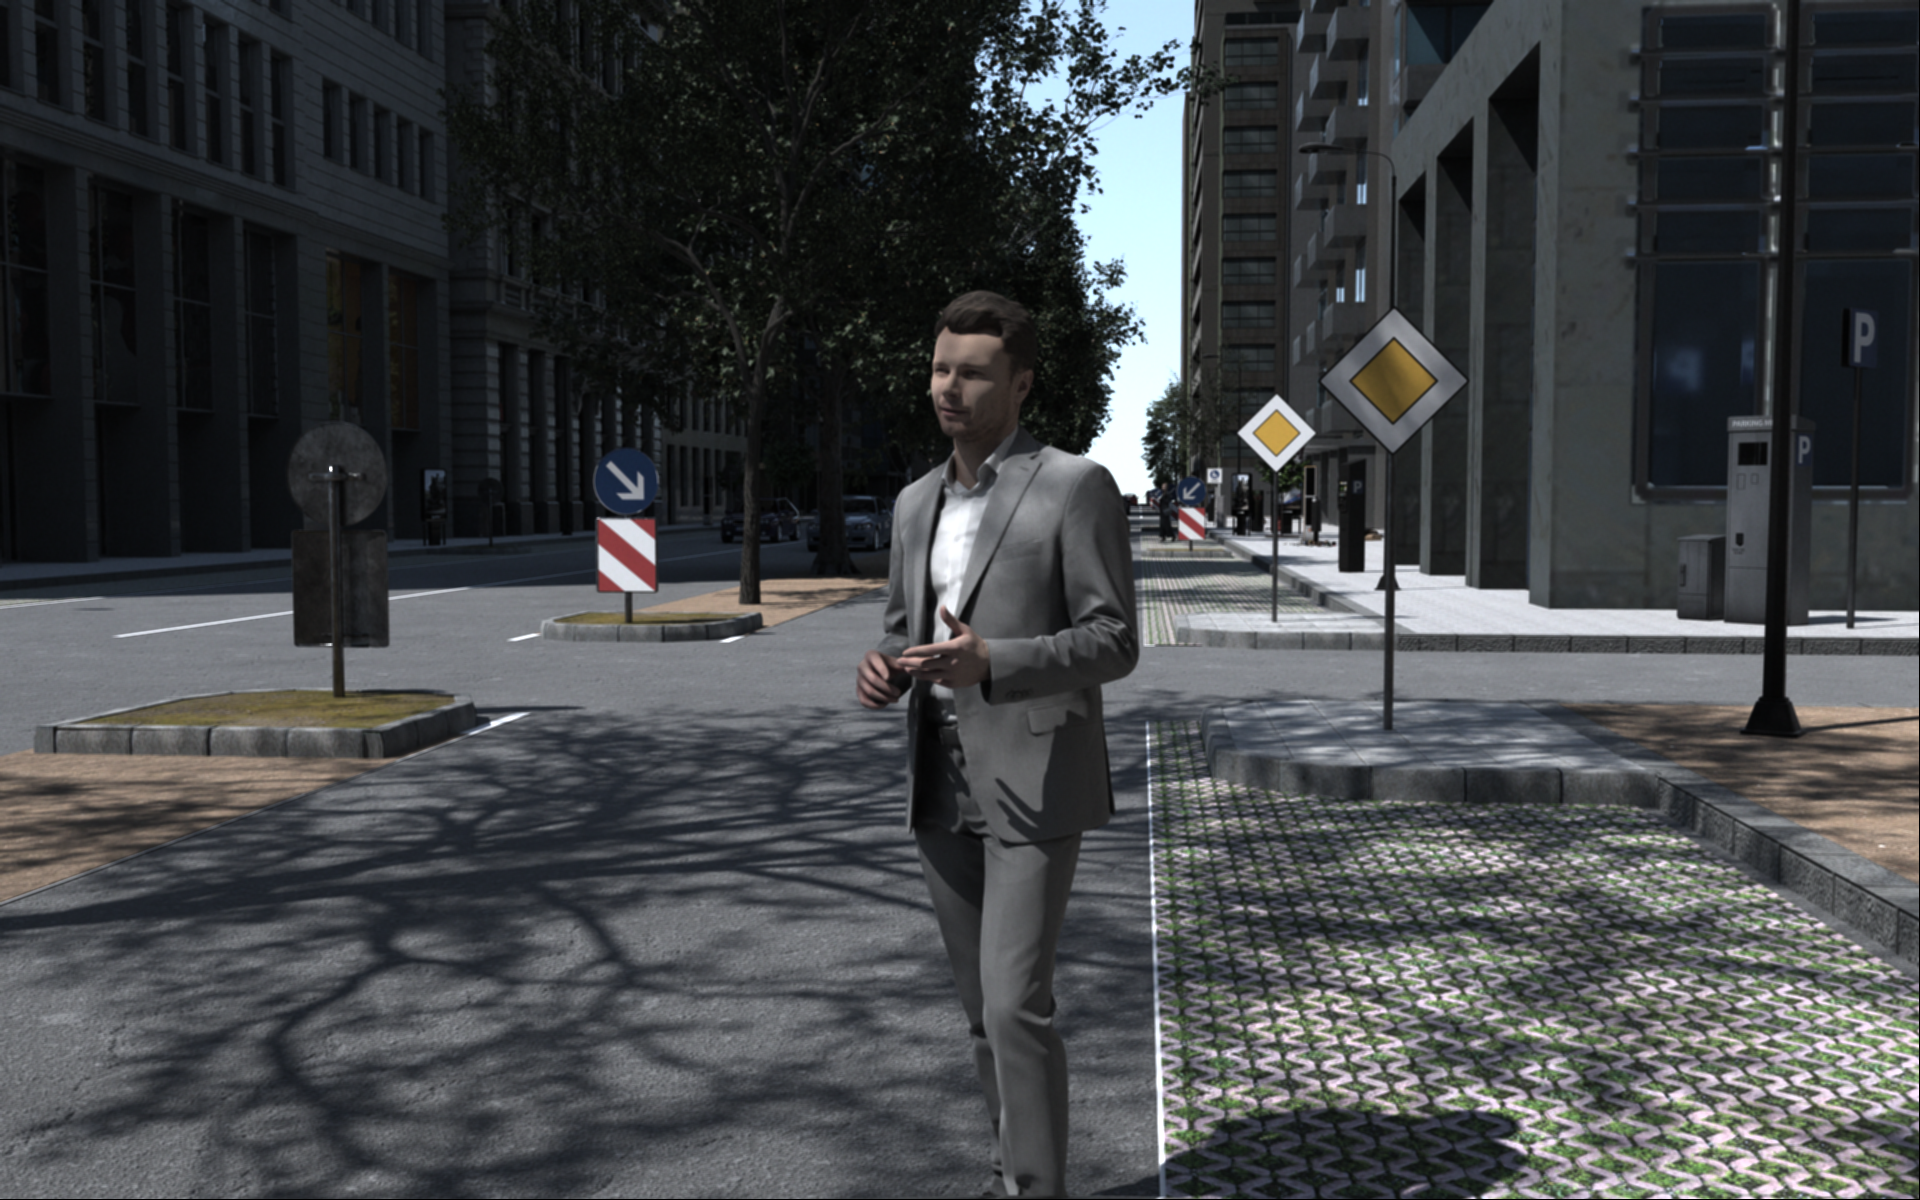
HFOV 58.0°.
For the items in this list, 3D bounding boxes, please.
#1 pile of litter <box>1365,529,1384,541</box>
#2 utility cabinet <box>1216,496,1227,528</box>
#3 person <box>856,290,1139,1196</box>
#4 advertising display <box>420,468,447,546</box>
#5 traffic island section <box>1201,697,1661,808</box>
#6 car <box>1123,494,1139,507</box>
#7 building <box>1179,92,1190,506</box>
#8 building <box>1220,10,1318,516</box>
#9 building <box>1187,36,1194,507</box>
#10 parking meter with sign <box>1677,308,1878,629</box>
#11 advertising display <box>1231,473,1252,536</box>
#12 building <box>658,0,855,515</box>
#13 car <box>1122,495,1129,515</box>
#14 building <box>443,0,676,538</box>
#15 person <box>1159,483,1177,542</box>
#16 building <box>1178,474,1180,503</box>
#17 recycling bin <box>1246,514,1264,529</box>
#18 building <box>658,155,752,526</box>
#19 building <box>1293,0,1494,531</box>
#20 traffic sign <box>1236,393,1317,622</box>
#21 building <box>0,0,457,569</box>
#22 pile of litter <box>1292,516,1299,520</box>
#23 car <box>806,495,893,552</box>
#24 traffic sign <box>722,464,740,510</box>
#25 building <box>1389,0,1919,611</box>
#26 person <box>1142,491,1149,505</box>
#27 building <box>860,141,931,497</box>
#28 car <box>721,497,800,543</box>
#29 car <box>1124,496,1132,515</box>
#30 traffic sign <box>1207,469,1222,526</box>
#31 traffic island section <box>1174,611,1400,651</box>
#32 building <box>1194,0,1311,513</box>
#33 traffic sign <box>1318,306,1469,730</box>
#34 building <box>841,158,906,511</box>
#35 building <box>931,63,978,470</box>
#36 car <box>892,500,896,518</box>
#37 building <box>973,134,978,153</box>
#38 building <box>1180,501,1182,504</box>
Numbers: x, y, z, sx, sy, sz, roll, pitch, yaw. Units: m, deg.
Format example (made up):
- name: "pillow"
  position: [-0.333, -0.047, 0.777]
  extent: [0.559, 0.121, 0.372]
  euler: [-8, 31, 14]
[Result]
- name: "pile of litter"
  position: [11.286, -2.097, 48.245]
  extent: [1.176, 0.858, 1.719]
  euler: [3, 5, 40]
- name: "utility cabinet"
  position: [10.031, -3.380, 66.420]
  extent: [0.306, 1.237, 1.020]
  euler: [1, 4, 15]
- name: "person"
  position: [0.005, 0.340, 3.149]
  extent: [0.606, 1.804, 0.583]
  euler: [3, 5, 39]
- name: "advertising display"
  position: [-13.092, -2.317, 43.096]
  extent: [0.123, 1.923, 0.974]
  euler: [1, 4, 17]
- name: "traffic island section"
  position: [2.352, 0.785, 9.443]
  extent: [2.009, 0.180, 2.903]
  euler: [0, 4, 6]
- name: "car"
  position: [19.085, -11.369, 194.925]
  extent: [2.155, 1.783, 4.494]
  euler: [0, 4, 5]
- name: "building"
  position: [31.176, -32.943, 188.722]
  extent: [14.600, 45.320, 14.200]
  euler: [0, 4, 6]
- name: "building"
  position: [23.034, -20.532, 107.405]
  extent: [14.160, 30.474, 14.107]
  euler: [0, 4, 6]
- name: "building"
  position: [27.894, -29.012, 157.934]
  extent: [14.154, 41.232, 14.086]
  euler: [0, 4, 6]
- name: "parking meter with sign"
  position: [7.993, -1.274, 17.091]
  extent: [0.543, 3.016, 1.738]
  euler: [-3, 4, -38]
- name: "advertising display"
  position: [8.665, -2.940, 53.291]
  extent: [0.123, 1.923, 0.974]
  euler: [-2, 4, -24]
- name: "building"
  position: [-18.883, -27.838, 109.774]
  extent: [22.147, 44.769, 28.867]
  euler: [0, 4, 6]
- name: "car"
  position: [10.342, -6.381, 116.334]
  extent: [2.014, 1.417, 4.499]
  euler: [0, 4, 7]
- name: "building"
  position: [-17.556, -14.115, 59.653]
  extent: [11.050, 23.489, 19.941]
  euler: [0, 4, 6]
- name: "person"
  position: [6.145, -2.610, 51.594]
  extent: [0.534, 1.772, 0.576]
  euler: [-3, 4, -36]
- name: "building"
  position: [41.152, -56.233, 232.084]
  extent: [22.319, 86.520, 31.000]
  euler: [0, 4, 6]
- name: "recycling bin"
  position: [10.869, -3.189, 64.693]
  extent: [0.722, 1.027, 0.722]
  euler: [-2, 4, -28]
- name: "building"
  position: [-16.291, -13.659, 78.083]
  extent: [10.420, 20.320, 16.860]
  euler: [0, 4, 6]
- name: "building"
  position: [25.297, -27.439, 68.243]
  extent: [23.786, 49.044, 30.456]
  euler: [0, 4, 6]
- name: "traffic sign"
  position: [3.152, -0.836, 17.311]
  extent: [0.795, 2.450, 0.064]
  euler: [0, 4, 6]
- name: "building"
  position: [-21.458, -15.744, 34.905]
  extent: [11.434, 29.767, 29.804]
  euler: [0, 4, 6]
- name: "pile of litter"
  position: [16.417, -4.503, 87.585]
  extent: [1.719, 0.858, 1.176]
  euler: [1, 4, 16]
- name: "car"
  position: [-2.764, -1.998, 44.663]
  extent: [2.014, 1.417, 4.499]
  euler: [0, 4, 6]
- name: "traffic sign"
  position: [-9.752, -4.503, 73.725]
  extent: [0.768, 2.556, 0.104]
  euler: [1, 4, 10]
- name: "building"
  position: [23.142, -43.640, 26.181]
  extent: [31.000, 86.520, 22.319]
  euler: [0, 4, 6]
- name: "person"
  position: [21.937, -11.868, 202.482]
  extent: [1.348, 1.831, 0.705]
  euler: [3, 5, 42]
- name: "building"
  position: [-10.340, -30.900, 155.324]
  extent: [14.600, 45.320, 14.200]
  euler: [0, 4, 6]
- name: "car"
  position: [-5.964, -2.408, 51.945]
  extent: [1.945, 1.354, 3.894]
  euler: [0, 4, 7]
- name: "car"
  position: [10.989, -6.615, 120.731]
  extent: [1.945, 1.354, 3.894]
  euler: [0, 4, 5]
- name: "traffic sign"
  position: [10.166, -4.100, 69.169]
  extent: [0.606, 2.300, 0.079]
  euler: [1, 4, 9]
- name: "traffic island section"
  position: [3.176, 0.299, 17.386]
  extent: [2.009, 0.180, 2.903]
  euler: [0, 4, 6]
- name: "building"
  position: [27.857, -30.657, 124.939]
  extent: [21.300, 48.544, 21.600]
  euler: [0, 4, 6]
- name: "traffic sign"
  position: [2.328, -0.350, 9.369]
  extent: [0.795, 2.450, 0.064]
  euler: [0, 4, 6]
- name: "building"
  position: [-20.934, -27.224, 136.991]
  extent: [32.217, 40.220, 23.993]
  euler: [0, 4, 6]
- name: "building"
  position: [-13.170, -36.944, 193.276]
  extent: [28.713, 52.752, 27.495]
  euler: [0, 4, 6]
- name: "car"
  position: [-2.583, -5.007, 91.448]
  extent: [1.945, 1.707, 3.694]
  euler: [0, 4, 5]
- name: "building"
  position: [-7.052, -36.833, 221.832]
  extent: [23.786, 49.044, 30.456]
  euler: [0, 4, 6]
- name: "building"
  position: [37.355, -35.647, 206.523]
  extent: [21.300, 48.544, 21.600]
  euler: [0, 4, 6]
